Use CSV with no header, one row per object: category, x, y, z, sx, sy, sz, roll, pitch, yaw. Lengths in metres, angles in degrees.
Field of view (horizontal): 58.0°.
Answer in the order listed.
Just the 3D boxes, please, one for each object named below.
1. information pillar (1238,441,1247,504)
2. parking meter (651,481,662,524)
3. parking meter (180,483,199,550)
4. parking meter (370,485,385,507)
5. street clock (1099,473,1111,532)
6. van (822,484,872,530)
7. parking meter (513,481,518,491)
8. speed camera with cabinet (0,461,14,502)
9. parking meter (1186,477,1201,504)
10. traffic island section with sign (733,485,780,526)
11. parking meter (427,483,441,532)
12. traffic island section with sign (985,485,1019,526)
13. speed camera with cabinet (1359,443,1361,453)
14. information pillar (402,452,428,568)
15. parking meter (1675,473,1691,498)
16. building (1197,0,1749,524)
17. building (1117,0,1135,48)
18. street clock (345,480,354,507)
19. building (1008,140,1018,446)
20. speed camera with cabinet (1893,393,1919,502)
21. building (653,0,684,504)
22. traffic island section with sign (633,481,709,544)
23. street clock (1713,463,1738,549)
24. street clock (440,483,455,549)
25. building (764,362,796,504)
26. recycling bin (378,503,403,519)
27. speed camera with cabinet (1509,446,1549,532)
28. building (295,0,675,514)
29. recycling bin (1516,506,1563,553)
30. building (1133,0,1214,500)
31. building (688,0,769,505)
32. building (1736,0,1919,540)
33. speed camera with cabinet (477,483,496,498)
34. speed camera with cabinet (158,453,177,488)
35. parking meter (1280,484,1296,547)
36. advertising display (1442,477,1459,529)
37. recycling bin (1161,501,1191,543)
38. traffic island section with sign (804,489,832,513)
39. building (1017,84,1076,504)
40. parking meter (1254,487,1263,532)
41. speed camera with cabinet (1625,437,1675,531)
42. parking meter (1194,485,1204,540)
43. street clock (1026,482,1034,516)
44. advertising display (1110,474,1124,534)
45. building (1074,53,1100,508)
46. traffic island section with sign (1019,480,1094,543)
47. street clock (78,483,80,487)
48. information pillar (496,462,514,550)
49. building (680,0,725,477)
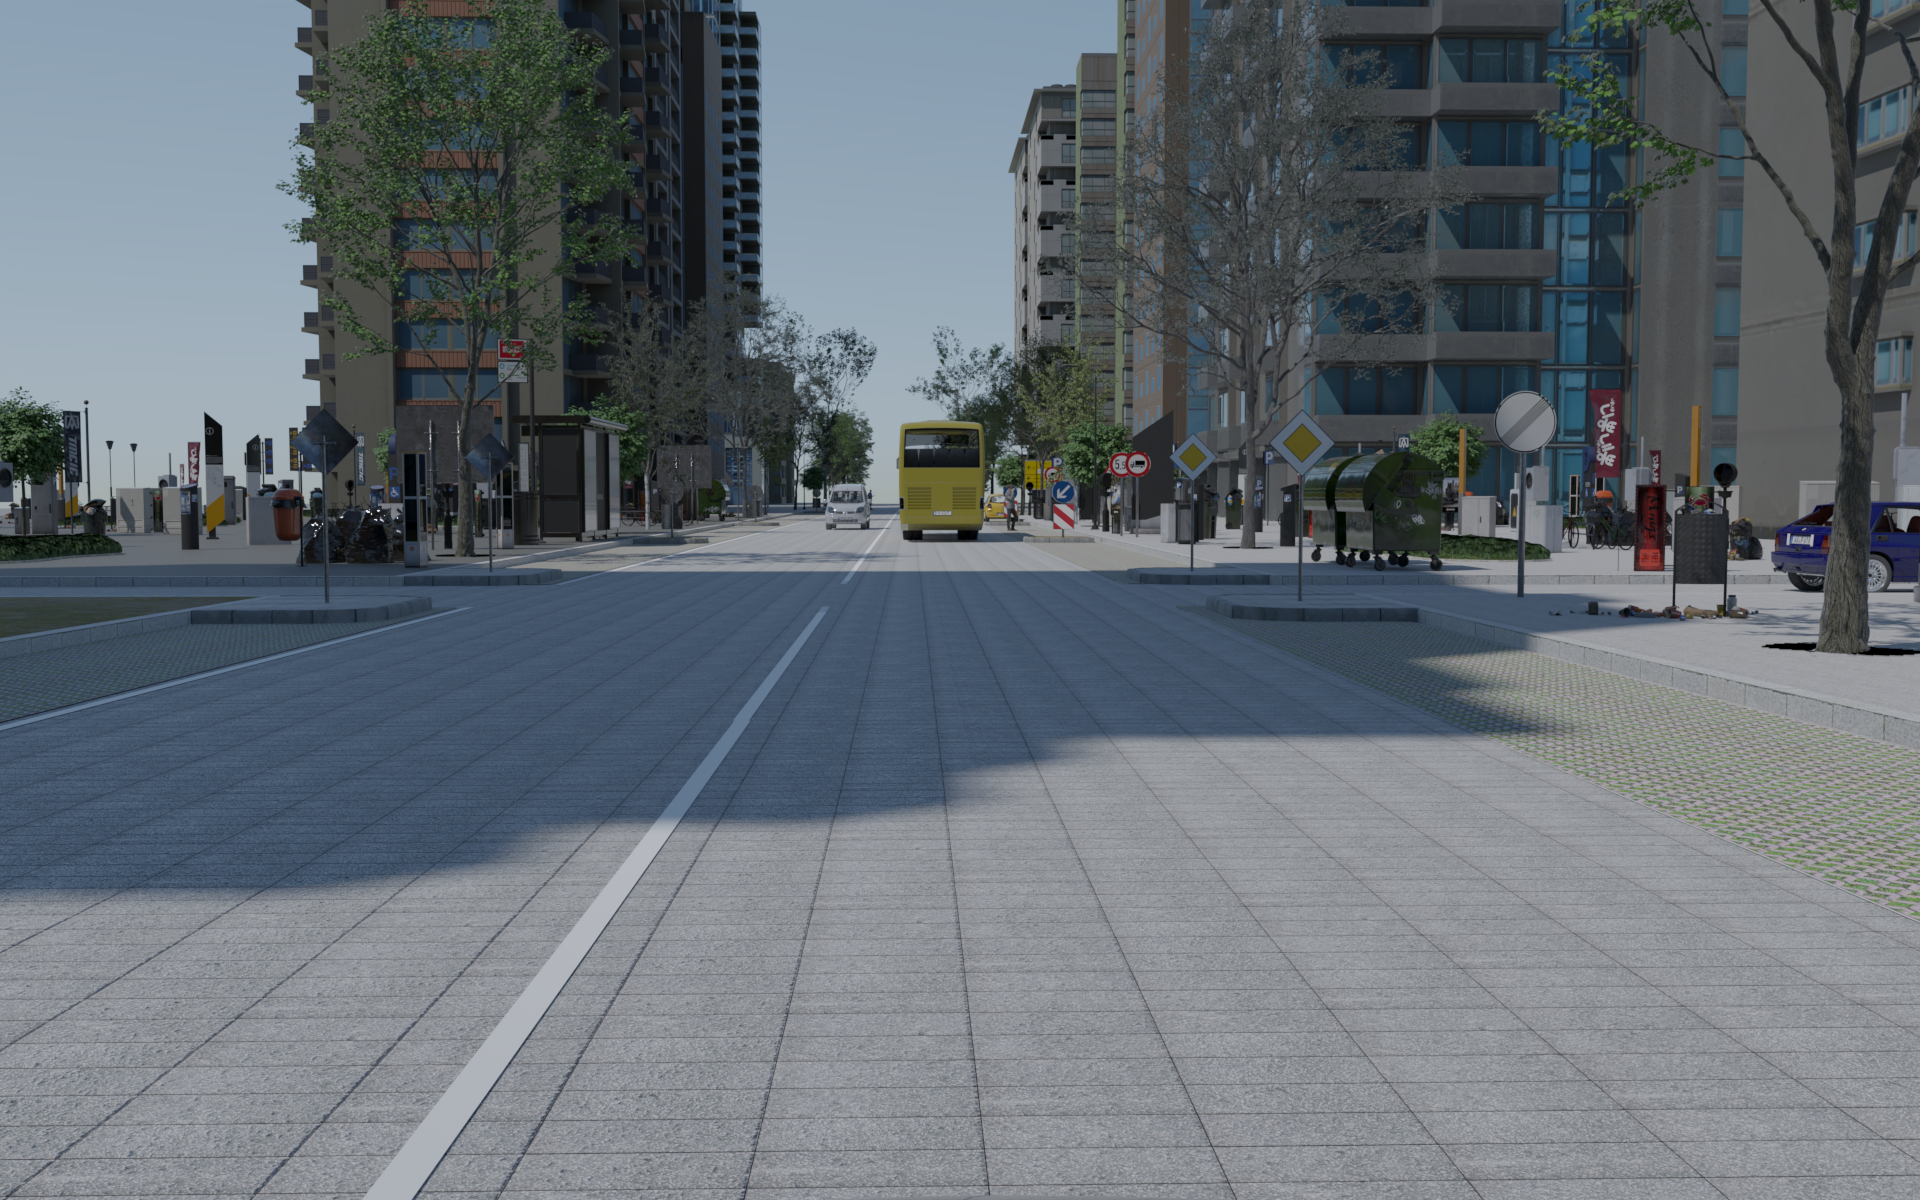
information pillar,12.096,-5.046,73.863,0.183,3.616,0.504,-3,5,-43
parking meter,-13.222,-4.266,75.462,0.399,1.863,0.255,1,4,11
parking meter,-17.791,-1.932,39.997,0.372,1.533,0.369,0,3,0
parking meter,-15.951,-2.387,47.437,0.372,1.533,0.369,0,3,0
street clock,4.957,-3.315,58.767,0.471,2.002,0.358,-2,4,-29
van,-4.573,-3.901,70.790,2.013,2.044,4.112,0,4,0
parking meter,-20.055,-4.416,77.917,0.399,1.863,0.255,-2,4,-32
speed camera with cabinet,-26.913,-3.254,47.532,0.660,3.252,2.038,0,4,8
parking meter,7.331,-2.954,54.015,0.255,1.863,0.399,-1,4,-12
traffic island section with sign,-9.129,-4.226,77.719,1.989,1.847,2.006,0,4,-2
parking meter,-18.014,-3.264,59.082,0.255,1.863,0.399,0,4,8
traffic island section with sign,2.131,-4.278,78.578,1.989,1.847,2.006,0,4,-2
speed camera with cabinet,15.532,-4.419,66.588,0.660,3.252,2.038,1,4,14
information pillar,-9.491,-1.571,30.176,0.304,2.012,0.304,1,4,11
parking meter,19.976,-2.578,47.865,0.255,1.863,0.399,-2,4,-29
building,24.584,-28.646,87.968,23.786,49.044,30.456,0,4,-2
building,18.188,-27.073,126.231,14.154,41.232,14.086,0,4,-2
street clock,-30.864,-5.083,87.679,0.358,2.002,0.471,2,4,32
building,21.981,-40.388,249.579,28.713,52.752,27.495,0,4,-2
speed camera with cabinet,18.388,-2.385,33.326,0.660,3.252,2.038,2,4,25
building,-31.371,-42.977,140.933,20.563,71.187,20.611,0,4,-2
traffic island section with sign,-8.334,-2.540,50.149,1.989,1.847,2.006,0,4,-2
street clock,17.791,-2.185,40.294,0.358,2.002,0.471,-3,5,-44
street clock,-11.975,-2.196,40.480,0.358,2.002,0.471,-1,4,-18
building,-37.559,-24.156,239.986,27.650,21.520,28.899,0,4,-2
recycling bin,-15.033,-2.058,46.206,0.722,1.027,0.722,0,4,4
speed camera with cabinet,19.018,-3.885,57.858,0.660,3.252,2.038,0,4,-3
building,-31.470,-28.261,116.687,22.147,44.769,28.867,0,4,-2
recycling bin,12.665,-1.547,37.856,0.722,1.027,0.722,-3,4,-38
building,19.032,-28.234,111.731,14.600,45.320,14.200,0,4,-2
building,-34.023,-54.758,207.971,22.319,86.520,31.000,0,4,-2
building,33.325,-25.784,45.267,21.600,48.544,21.300,0,4,-2
speed camera with cabinet,-22.241,-5.348,81.772,0.660,3.252,2.038,0,4,2
speed camera with cabinet,-38.603,-5.435,83.201,2.038,3.252,0.660,1,4,20
parking meter,8.003,-2.071,42.265,0.372,1.533,0.369,0,3,0
advertising display,18.137,-3.605,64.162,0.974,1.923,0.123,-2,4,-24
recycling bin,5.694,-2.014,45.478,0.722,1.027,0.722,0,4,-7
traffic island section with sign,-10.564,-7.329,128.450,1.989,1.847,2.006,0,4,-2
building,22.882,-38.652,221.196,28.713,52.752,27.495,0,4,-2
parking meter,9.962,-3.033,57.995,0.372,1.533,0.369,0,3,0
speed camera with cabinet,24.142,-4.032,60.252,2.038,3.252,0.660,-1,4,-20
parking meter,6.597,-2.431,48.154,0.372,1.533,0.369,0,3,0
street clock,4.157,-6.036,103.254,0.471,2.002,0.358,0,4,7
advertising display,5.035,-3.074,55.475,0.123,1.923,0.974,-1,4,-14
building,17.801,-29.422,164.636,14.154,41.232,14.086,0,4,-2
traffic island section with sign,2.896,-2.617,51.422,1.989,1.847,2.006,0,4,-2
street clock,-44.694,-5.068,87.433,0.471,2.002,0.358,-2,4,-29
information pillar,-10.562,-2.183,40.190,0.304,2.012,0.304,-3,5,-39
building,-29.458,-31.138,159.209,14.600,45.320,14.200,0,4,-2
